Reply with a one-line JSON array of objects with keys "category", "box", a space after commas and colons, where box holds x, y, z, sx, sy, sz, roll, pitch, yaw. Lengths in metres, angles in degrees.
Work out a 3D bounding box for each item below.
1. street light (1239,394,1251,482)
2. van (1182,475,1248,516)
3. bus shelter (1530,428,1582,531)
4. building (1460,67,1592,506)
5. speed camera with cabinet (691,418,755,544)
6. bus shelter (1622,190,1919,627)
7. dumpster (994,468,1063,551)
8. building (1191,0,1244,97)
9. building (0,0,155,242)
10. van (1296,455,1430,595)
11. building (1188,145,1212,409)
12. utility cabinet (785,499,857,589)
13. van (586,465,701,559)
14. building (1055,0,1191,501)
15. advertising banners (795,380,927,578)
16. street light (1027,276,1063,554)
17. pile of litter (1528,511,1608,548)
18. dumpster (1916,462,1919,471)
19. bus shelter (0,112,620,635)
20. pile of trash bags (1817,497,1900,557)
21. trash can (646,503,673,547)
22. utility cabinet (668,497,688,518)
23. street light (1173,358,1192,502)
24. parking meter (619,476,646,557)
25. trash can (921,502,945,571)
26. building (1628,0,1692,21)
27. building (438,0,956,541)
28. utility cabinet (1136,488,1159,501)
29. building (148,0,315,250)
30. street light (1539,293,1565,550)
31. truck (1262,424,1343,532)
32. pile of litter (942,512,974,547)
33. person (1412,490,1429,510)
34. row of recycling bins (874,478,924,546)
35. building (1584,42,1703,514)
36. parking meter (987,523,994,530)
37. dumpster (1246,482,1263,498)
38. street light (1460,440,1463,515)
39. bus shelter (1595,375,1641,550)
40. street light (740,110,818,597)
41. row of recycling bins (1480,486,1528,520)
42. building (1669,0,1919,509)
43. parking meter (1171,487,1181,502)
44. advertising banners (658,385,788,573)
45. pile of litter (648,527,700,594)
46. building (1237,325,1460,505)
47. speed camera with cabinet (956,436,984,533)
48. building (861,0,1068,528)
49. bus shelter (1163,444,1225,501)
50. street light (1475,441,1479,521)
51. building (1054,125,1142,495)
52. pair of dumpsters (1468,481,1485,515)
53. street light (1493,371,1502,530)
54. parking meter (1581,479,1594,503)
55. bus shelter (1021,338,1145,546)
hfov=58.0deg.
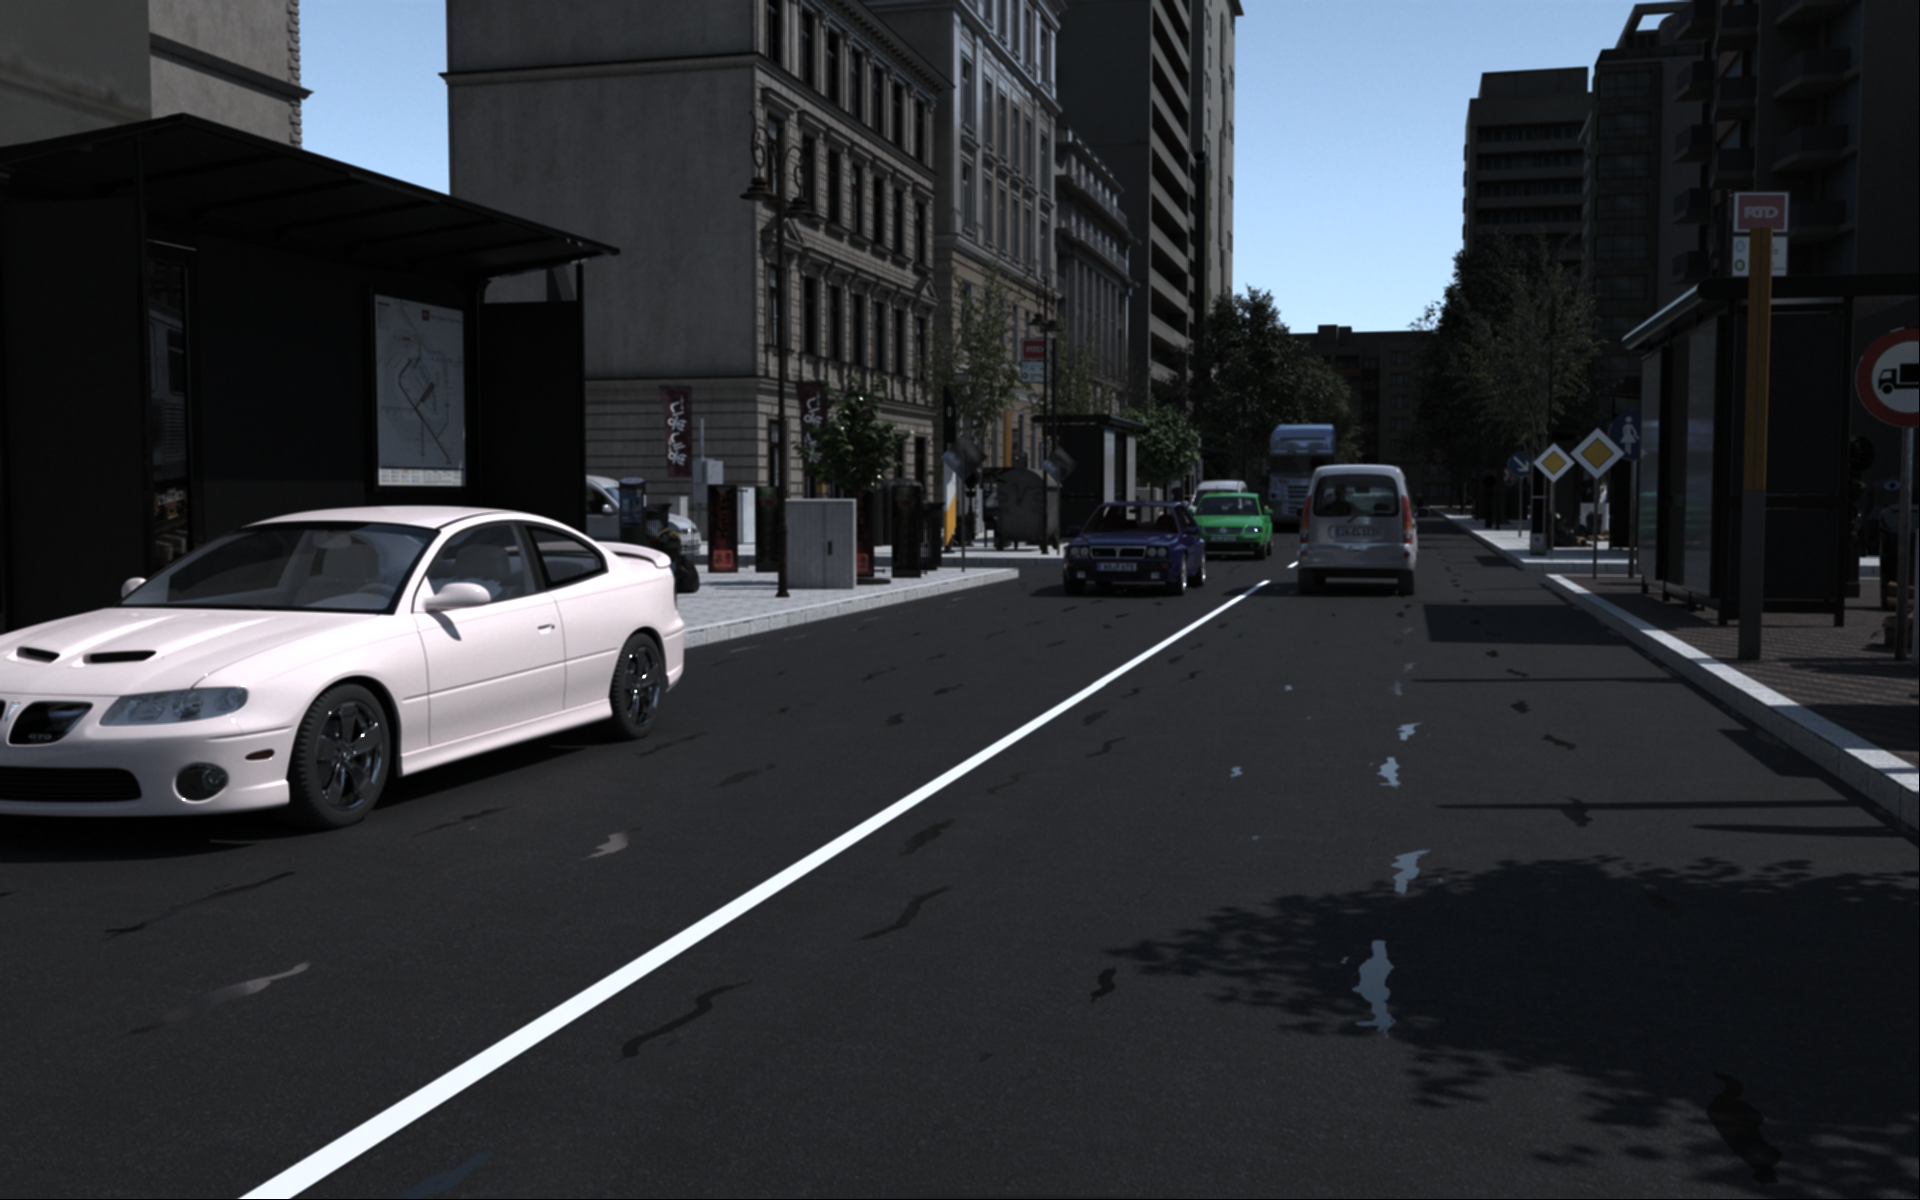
[{"category": "street light", "box": [13.184, -6.581, 80.384, 0.468, 5.910, 1.993, 1, 4, 14]}, {"category": "van", "box": [7.578, -2.672, 50.705, 2.013, 2.044, 4.112, 1, 4, 15]}, {"category": "bus shelter", "box": [21.726, -4.430, 63.713, 1.731, 3.624, 6.357, 1, 4, 14]}, {"category": "building", "box": [69.291, -35.291, 200.709, 21.600, 48.544, 21.300, 1, 4, 14]}, {"category": "speed camera with cabinet", "box": [-6.099, -3.090, 44.863, 2.038, 3.252, 0.660, 3, 5, 42]}, {"category": "bus shelter", "box": [9.268, -2.638, 20.759, 2.179, 5.291, 8.768, 1, 4, 14]}, {"category": "dumpster", "box": [1.546, -2.061, 39.448, 1.264, 1.857, 1.865, 1, 4, 15]}, {"category": "building", "box": [11.858, -35.299, 166.380, 27.495, 52.752, 28.713, 1, 4, 14]}, {"category": "building", "box": [-23.392, -23.863, 13.859, 21.600, 48.544, 21.300, 1, 4, 14]}, {"category": "van", "box": [6.037, -1.167, 26.097, 2.013, 2.044, 4.112, 1, 4, 15]}, {"category": "building", "box": [12.686, -22.629, 141.691, 14.160, 30.474, 14.107, 1, 4, 14]}, {"category": "utility cabinet", "box": [-1.929, -0.754, 23.492, 1.020, 1.237, 0.306, 0, 4, 7]}, {"category": "van", "box": [-7.252, -1.693, 34.689, 4.112, 2.044, 2.013, 1, 4, 14]}, {"category": "building", "box": [4.584, -30.640, 124.673, 21.300, 48.544, 21.600, 1, 4, 14]}, {"category": "advertising banners", "box": [-1.533, -1.862, 26.624, 2.074, 3.025, 0.090, 1, 4, 11]}, {"category": "street light", "box": [1.815, -3.917, 36.830, 0.468, 5.910, 1.993, 1, 4, 14]}, {"category": "pile of litter", "box": [14.687, -1.732, 42.280, 1.176, 0.858, 1.719, -1, 4, -19]}, {"category": "dumpster", "box": [6.210, -0.233, 9.561, 1.264, 1.857, 1.865, 1, 4, 14]}, {"category": "bus shelter", "box": [-4.849, -1.386, 13.937, 1.731, 3.624, 6.357, 1, 4, 14]}, {"category": "pile of trash bags", "box": [19.295, -1.570, 35.426, 3.447, 1.369, 1.912, 2, 4, 24]}, {"category": "trash can", "box": [-4.706, -0.887, 26.151, 0.748, 1.137, 0.748, 0, 3, 0]}, {"category": "utility cabinet", "box": [-6.941, -1.926, 42.650, 0.306, 1.237, 1.020, 0, 4, 2]}, {"category": "street light", "box": [7.558, -5.264, 58.858, 0.468, 5.910, 1.993, 1, 4, 14]}, {"category": "parking meter", "box": [-4.608, -0.977, 24.393, 0.372, 1.533, 0.369, 0, 3, 0]}, {"category": "trash can", "box": [-0.610, -1.074, 29.211, 0.748, 1.137, 0.748, 0, 3, 0]}, {"category": "building", "box": [62.247, -26.835, 130.636, 32.217, 40.220, 23.993, 1, 4, 14]}, {"category": "building", "box": [-7.672, -11.717, 56.196, 10.561, 19.102, 19.286, 1, 4, 14]}, {"category": "utility cabinet", "box": [6.574, -3.292, 62.500, 1.173, 1.500, 0.318, 1, 4, 23]}, {"category": "building", "box": [-33.084, -14.010, 57.945, 19.941, 23.489, 11.050, 1, 4, 14]}, {"category": "street light", "box": [13.611, -4.108, 39.951, 0.468, 5.910, 1.993, 1, 4, 14]}, {"category": "truck", "box": [14.569, -5.055, 72.411, 2.967, 4.110, 18.799, 1, 4, 13]}, {"category": "pile of litter", "box": [-0.190, -1.760, 42.747, 1.176, 0.858, 1.719, 1, 4, 12]}, {"category": "person", "box": [33.453, -7.133, 125.855, 1.217, 1.736, 0.721, 0, 4, -4]}, {"category": "row of recycling bins", "box": [-1.798, -2.251, 43.911, 1.069, 1.692, 3.534, 1, 4, 21]}, {"category": "building", "box": [48.744, -20.968, 114.527, 14.160, 30.474, 14.107, 1, 4, 14]}, {"category": "parking meter", "box": [1.133, -3.256, 61.639, 0.372, 1.533, 0.369, 0, 3, 0]}, {"category": "dumpster", "box": [14.484, -4.965, 86.940, 1.264, 1.857, 1.865, 1, 4, 15]}, {"category": "street light", "box": [30.508, -8.100, 105.229, 0.468, 5.910, 1.993, 1, 4, 14]}, {"category": "bus shelter", "box": [14.761, -2.796, 37.004, 1.731, 3.624, 6.357, 1, 4, 15]}, {"category": "street light", "box": [-2.210, -2.973, 21.403, 0.468, 5.910, 1.993, 1, 4, 14]}, {"category": "row of recycling bins", "box": [27.388, -4.905, 87.310, 1.069, 1.692, 3.534, -1, 4, -15]}, {"category": "building", "box": [44.725, -25.876, 77.693, 22.147, 44.769, 28.867, 1, 4, 14]}, {"category": "parking meter", "box": [7.940, -3.372, 63.538, 0.372, 1.533, 0.369, 0, 3, 0]}, {"category": "advertising banners", "box": [-3.832, -1.954, 28.139, 2.074, 3.025, 0.090, -1, 4, -12]}, {"category": "pile of litter", "box": [-4.024, -0.505, 22.225, 1.176, 0.858, 1.719, 3, 4, 36]}, {"category": "building", "box": [45.954, -22.452, 212.124, 28.899, 21.520, 27.650, 1, 4, 14]}, {"category": "speed camera with cabinet", "box": [0.279, -3.924, 58.492, 0.660, 3.252, 2.038, -1, 4, -15]}, {"category": "building", "box": [-3.825, -17.695, 75.221, 13.634, 28.700, 20.117, 1, 4, 14]}, {"category": "bus shelter", "box": [9.097, -4.534, 68.049, 2.014, 3.302, 5.546, 1, 4, 14]}, {"category": "street light", "box": [24.970, -6.770, 83.474, 0.468, 5.910, 1.993, 1, 4, 14]}, {"category": "building", "box": [1.831, -15.650, 97.673, 13.314, 21.916, 24.055, 1, 4, 14]}, {"category": "pair of dumpsters", "box": [31.424, -6.208, 103.996, 1.574, 2.255, 4.437, 1, 4, 14]}, {"category": "street light", "box": [19.294, -5.454, 61.961, 0.468, 5.910, 1.993, 1, 4, 14]}, {"category": "parking meter", "box": [23.970, -3.700, 66.212, 0.399, 1.863, 0.255, -1, 4, -9]}, {"category": "bus shelter", "box": [3.287, -4.246, 47.055, 2.179, 5.291, 8.768, 1, 4, 15]}]
